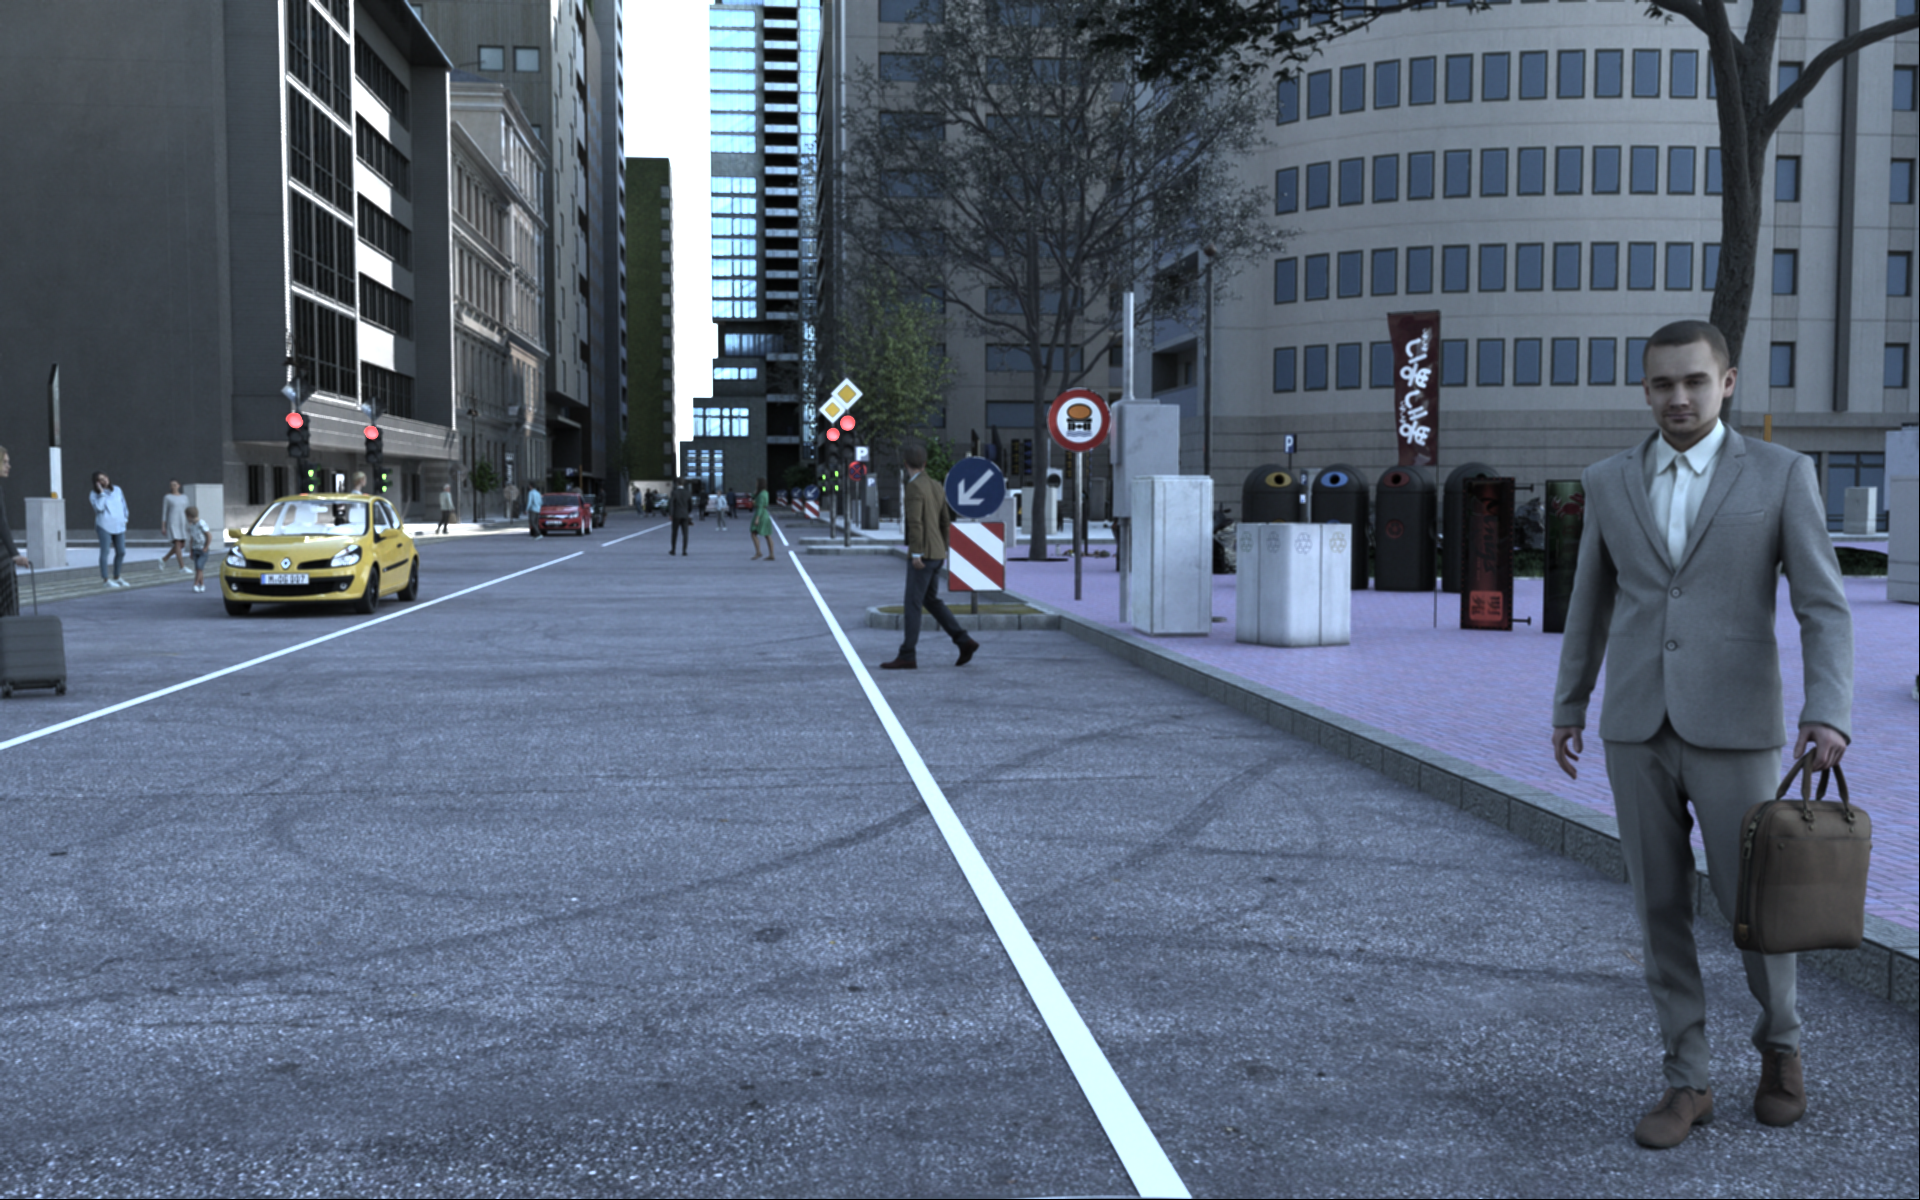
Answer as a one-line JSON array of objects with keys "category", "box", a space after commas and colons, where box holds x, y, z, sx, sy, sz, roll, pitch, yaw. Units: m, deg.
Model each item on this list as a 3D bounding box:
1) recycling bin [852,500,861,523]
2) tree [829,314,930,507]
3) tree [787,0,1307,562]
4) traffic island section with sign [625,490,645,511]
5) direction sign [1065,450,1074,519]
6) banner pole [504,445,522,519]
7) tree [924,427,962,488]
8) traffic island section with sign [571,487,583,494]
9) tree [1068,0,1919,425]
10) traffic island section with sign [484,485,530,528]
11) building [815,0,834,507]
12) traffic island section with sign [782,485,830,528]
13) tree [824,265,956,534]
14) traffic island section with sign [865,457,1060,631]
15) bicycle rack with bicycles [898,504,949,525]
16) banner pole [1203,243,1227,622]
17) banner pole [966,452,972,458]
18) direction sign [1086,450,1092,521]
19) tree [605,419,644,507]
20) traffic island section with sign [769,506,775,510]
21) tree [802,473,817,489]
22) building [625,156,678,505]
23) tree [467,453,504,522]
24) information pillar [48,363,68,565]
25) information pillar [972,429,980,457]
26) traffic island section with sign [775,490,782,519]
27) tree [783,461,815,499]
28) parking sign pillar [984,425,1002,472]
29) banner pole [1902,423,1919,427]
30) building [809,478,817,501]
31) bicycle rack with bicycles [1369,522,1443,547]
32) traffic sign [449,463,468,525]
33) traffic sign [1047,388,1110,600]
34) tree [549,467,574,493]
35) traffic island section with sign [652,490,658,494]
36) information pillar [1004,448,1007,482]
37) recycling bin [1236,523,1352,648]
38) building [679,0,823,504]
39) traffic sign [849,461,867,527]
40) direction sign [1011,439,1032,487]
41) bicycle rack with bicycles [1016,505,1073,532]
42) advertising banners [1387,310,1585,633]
[{"category": "recycling bin", "box": [-4.308, -3.874, 75.902, 0.722, 1.027, 0.722, -1, 4, -20]}, {"category": "tree", "box": [-3.362, -7.325, 70.132, 4.360, 8.622, 3.978, 0, 3, 0]}, {"category": "tree", "box": [1.644, -7.490, 32.825, 12.009, 13.543, 11.850, 0, 3, 0]}, {"category": "traffic island section with sign", "box": [-27.871, -8.617, 149.516, 1.989, 1.847, 2.006, 0, 4, -7]}, {"category": "direction sign", "box": [5.792, -5.898, 88.432, 0.876, 3.537, 0.379, -1, 4, -19]}, {"category": "banner pole", "box": [-22.880, -6.032, 88.633, 0.863, 3.779, 0.401, -1, 4, -21]}, {"category": "tree", "box": [-0.796, -3.387, 49.986, 1.663, 3.219, 1.824, 0, 3, 0]}, {"category": "traffic island section with sign", "box": [-22.046, -5.580, 99.860, 1.989, 1.847, 2.006, 0, 4, -7]}, {"category": "tree", "box": [3.876, -4.511, 8.168, 7.601, 10.594, 8.767, 3, 5, 43]}, {"category": "traffic island section with sign", "box": [-18.874, -3.930, 72.884, 1.989, 1.847, 2.006, 0, 4, -7]}, {"category": "building", "box": [-2.688, -33.144, 165.598, 21.300, 48.544, 21.600, 0, 4, -7]}, {"category": "traffic island section with sign", "box": [-6.491, -4.018, 74.321, 1.989, 1.847, 2.006, 0, 4, -7]}, {"category": "tree", "box": [-1.972, -6.393, 54.885, 4.737, 8.622, 4.395, 0, 3, 0]}, {"category": "traffic island section with sign", "box": [-0.031, -0.641, 19.105, 1.989, 1.847, 2.006, 0, 4, -7]}, {"category": "bicycle rack with bicycles", "box": [-1.446, -3.682, 73.582, 2.852, 0.926, 2.925, 1, 4, 9]}, {"category": "banner pole", "box": [2.513, -1.689, 17.628, 0.401, 3.779, 0.863, 0, 4, 4]}, {"category": "banner pole", "box": [0.556, -6.124, 90.148, 0.401, 3.779, 0.863, 3, 5, 39]}, {"category": "direction sign", "box": [6.239, -5.631, 84.061, 0.379, 3.537, 0.876, 1, 4, 21]}, {"category": "tree", "box": [-32.752, -13.402, 169.489, 4.737, 8.622, 4.395, 0, 3, 0]}, {"category": "traffic island section with sign", "box": [-15.509, -8.721, 151.208, 1.989, 1.847, 2.006, 0, 4, -7]}, {"category": "tree", "box": [-13.851, -10.107, 159.856, 1.663, 3.219, 1.824, 0, 3, 0]}, {"category": "building", "box": [-41.975, -32.325, 212.106, 14.086, 41.232, 14.154, 0, 4, -7]}, {"category": "tree", "box": [-21.984, -5.244, 80.346, 1.663, 3.219, 1.824, 0, 3, 0]}, {"category": "information pillar", "box": [-16.078, -2.412, 30.798, 0.183, 3.616, 0.504, -1, 4, -16]}, {"category": "information pillar", "box": [0.553, -4.317, 61.930, 0.183, 3.616, 0.504, -2, 4, -28]}, {"category": "traffic island section with sign", "box": [-9.642, -5.655, 101.092, 1.989, 1.847, 2.006, 0, 4, -7]}, {"category": "tree", "box": [-16.081, -11.541, 172.410, 4.285, 4.588, 4.351, 0, 3, 0]}, {"category": "parking sign pillar", "box": [1.294, -4.801, 66.976, 1.447, 3.967, 1.447, -1, 4, -10]}, {"category": "banner pole", "box": [29.406, -3.874, 53.359, 0.863, 3.779, 0.401, 3, 5, 41]}, {"category": "building", "box": [-0.188, -30.408, 189.053, 32.217, 40.220, 23.993, 0, 4, -7]}, {"category": "bicycle rack with bicycles", "box": [8.527, -1.119, 31.675, 2.925, 0.926, 2.852, 0, 4, -1]}, {"category": "traffic sign", "box": [-20.761, -4.380, 71.722, 0.768, 2.556, 0.104, 0, 4, -4]}, {"category": "traffic sign", "box": [1.432, -1.273, 20.921, 0.768, 2.556, 0.104, 0, 4, -2]}, {"category": "tree", "box": [-28.204, -7.790, 121.965, 1.663, 3.219, 1.824, 0, 3, 0]}, {"category": "traffic island section with sign", "box": [-31.006, -10.255, 176.289, 1.989, 1.847, 2.006, 0, 4, -7]}, {"category": "information pillar", "box": [2.340, -5.967, 88.908, 0.183, 3.616, 0.504, 1, 4, 14]}, {"category": "recycling bin", "box": [2.855, -0.140, 14.850, 0.722, 1.027, 0.722, -2, 4, -28]}, {"category": "building", "box": [-19.575, -55.375, 218.053, 31.000, 86.520, 22.319, 0, 4, -7]}, {"category": "traffic sign", "box": [-4.002, -4.114, 67.371, 0.768, 2.556, 0.104, 0, 4, -3]}, {"category": "direction sign", "box": [2.542, -4.867, 71.568, 0.876, 3.537, 0.379, 1, 4, 18]}, {"category": "bicycle rack with bicycles", "box": [2.744, -2.752, 58.370, 2.852, 0.926, 2.925, -1, 4, -12]}, {"category": "advertising banners", "box": [4.993, -1.227, 16.250, 2.074, 3.025, 0.090, 2, 4, 33]}]
